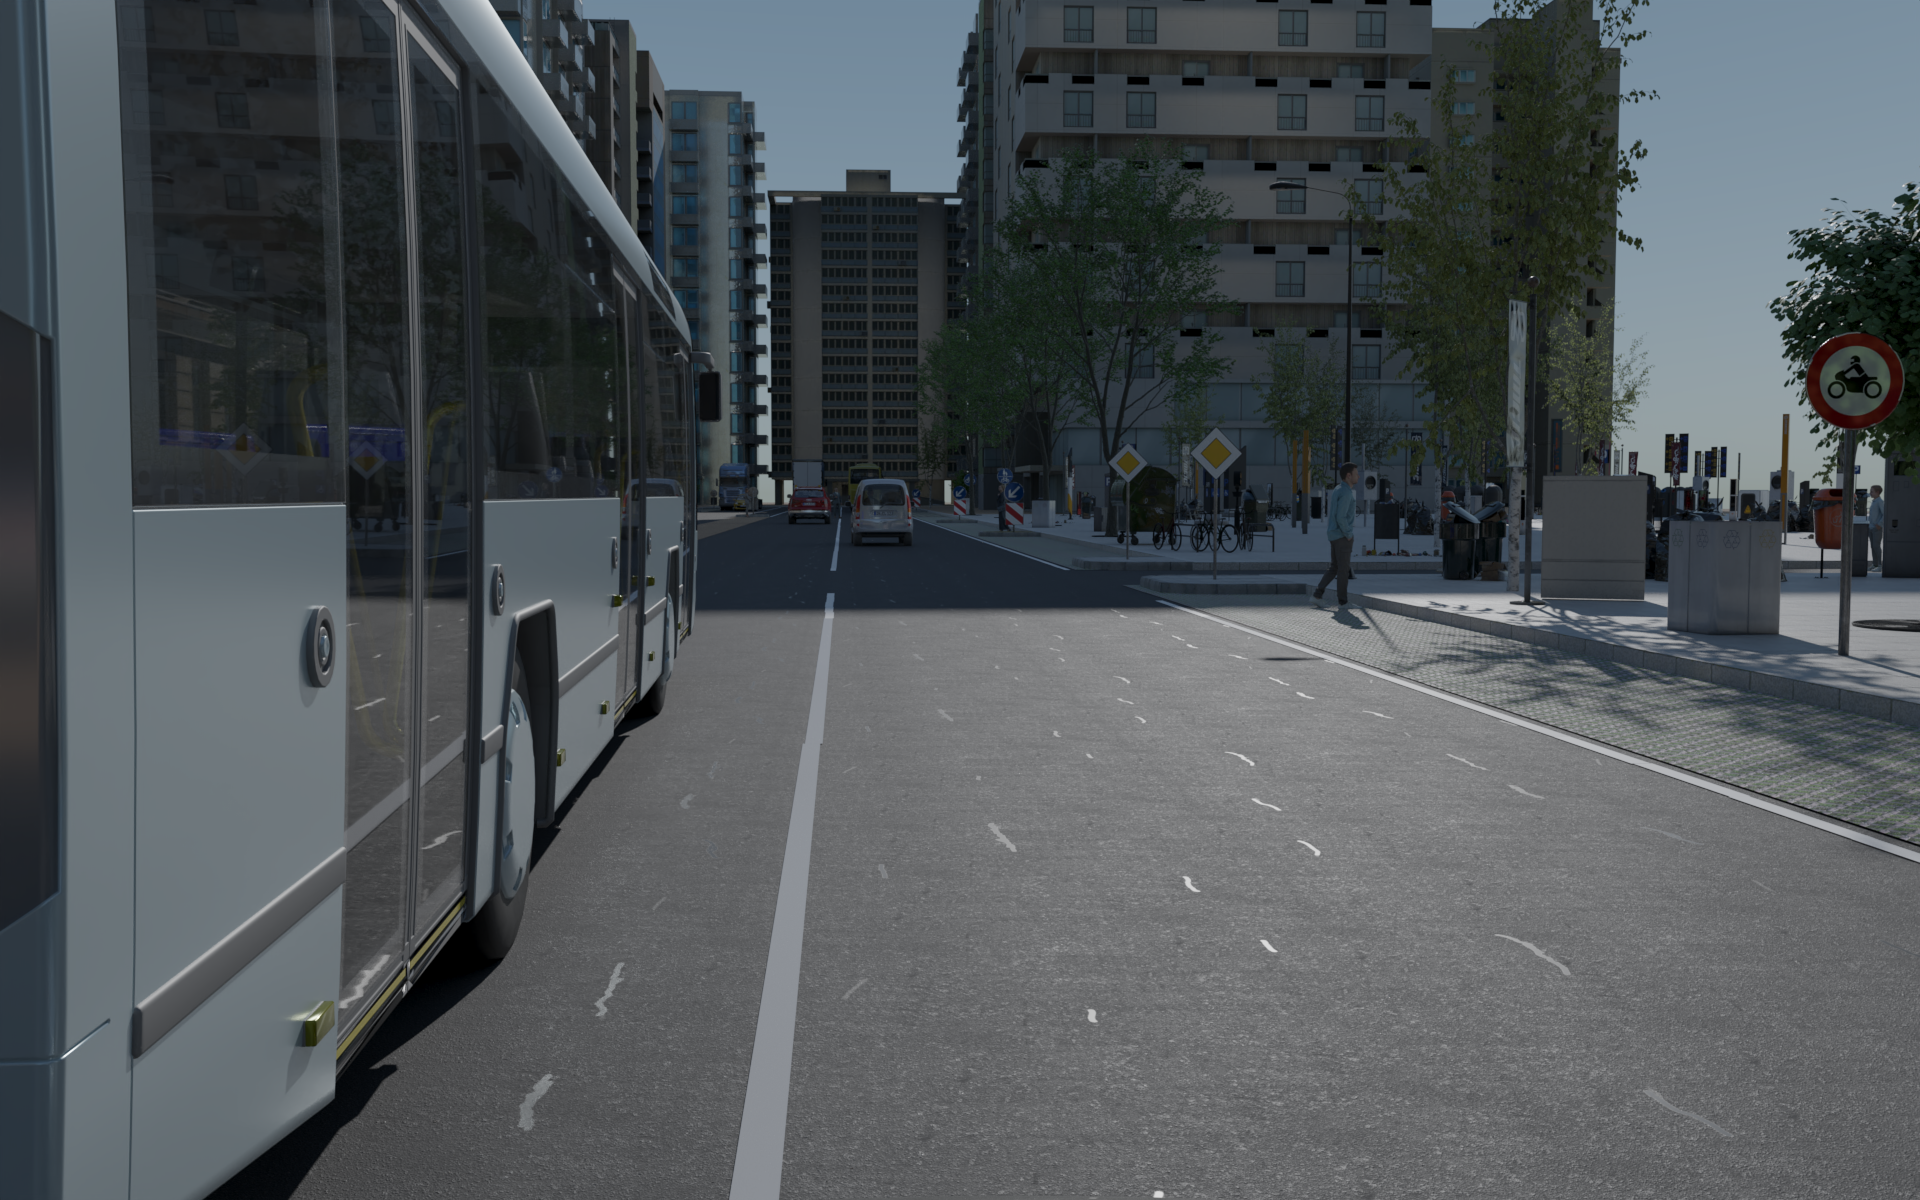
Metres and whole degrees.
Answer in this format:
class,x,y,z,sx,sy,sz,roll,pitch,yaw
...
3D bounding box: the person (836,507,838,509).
class,x,y,z,sx,sy,sz,roll,pitch,yaw
person,-12.110,-9.747,168.394,0.750,1.759,0.617,3,5,43

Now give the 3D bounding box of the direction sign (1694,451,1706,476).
class,x,y,z,sx,sy,sz,roll,pitch,yaw
direction sign,38.810,-6.028,90.552,0.876,3.537,0.379,0,4,-3

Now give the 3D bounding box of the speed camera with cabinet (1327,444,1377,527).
class,x,y,z,sx,sy,sz,roll,pitch,yaw
speed camera with cabinet,15.284,-4.471,67.431,2.038,3.252,0.660,-2,4,-29

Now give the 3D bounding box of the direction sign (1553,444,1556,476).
class,x,y,z,sx,sy,sz,roll,pitch,yaw
direction sign,27.185,-5.338,79.266,0.379,3.537,0.876,1,4,13

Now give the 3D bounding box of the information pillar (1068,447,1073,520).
class,x,y,z,sx,sy,sz,roll,pitch,yaw
information pillar,5.513,-5.832,86.706,0.183,3.616,0.504,1,4,20

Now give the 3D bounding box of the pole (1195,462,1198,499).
class,x,y,z,sx,sy,sz,roll,pitch,yaw
pole,14.796,-6.998,108.255,0.158,3.312,0.155,0,3,0

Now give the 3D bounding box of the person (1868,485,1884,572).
class,x,y,z,sx,sy,sz,roll,pitch,yaw
person,16.973,-1.333,32.098,0.330,1.601,0.589,1,4,14

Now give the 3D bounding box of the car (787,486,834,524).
class,x,y,z,sx,sy,sz,roll,pitch,yaw
car,-7.278,-4.613,84.089,2.281,1.827,5.304,0,4,-4

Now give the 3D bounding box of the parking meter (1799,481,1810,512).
class,x,y,z,sx,sy,sz,roll,pitch,yaw
parking meter,36.530,-4.235,74.945,0.255,1.863,0.399,0,4,-7

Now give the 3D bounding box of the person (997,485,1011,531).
class,x,y,z,sx,sy,sz,roll,pitch,yaw
person,1.568,-3.286,62.647,0.534,1.772,0.576,-1,4,-13

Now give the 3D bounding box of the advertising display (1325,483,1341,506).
class,x,y,z,sx,sy,sz,roll,pitch,yaw
advertising display,22.352,-6.014,103.549,0.974,1.923,0.123,1,4,18

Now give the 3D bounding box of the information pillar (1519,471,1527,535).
class,x,y,z,sx,sy,sz,roll,pitch,yaw
information pillar,17.582,-3.056,54.456,0.304,2.012,0.304,-2,4,-35

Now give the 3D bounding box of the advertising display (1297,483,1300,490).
class,x,y,z,sx,sy,sz,roll,pitch,yaw
advertising display,18.904,-5.611,96.957,0.123,1.923,0.974,1,4,16

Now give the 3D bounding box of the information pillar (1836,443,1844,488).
class,x,y,z,sx,sy,sz,roll,pitch,yaw
information pillar,35.673,-4.808,69.959,0.504,3.616,0.183,1,4,9

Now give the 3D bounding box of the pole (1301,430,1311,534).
class,x,y,z,sx,sy,sz,roll,pitch,yaw
pole,11.067,-3.771,55.500,0.158,3.312,0.155,0,3,0

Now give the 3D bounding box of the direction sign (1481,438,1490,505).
class,x,y,z,sx,sy,sz,roll,pitch,yaw
direction sign,21.268,-4.779,70.132,0.379,3.537,0.876,3,4,38

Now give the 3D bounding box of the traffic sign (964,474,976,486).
class,x,y,z,sx,sy,sz,roll,pitch,yaw
traffic sign,0.636,-6.614,108.247,0.768,2.556,0.104,0,4,4

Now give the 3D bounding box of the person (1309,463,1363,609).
class,x,y,z,sx,sy,sz,roll,pitch,yaw
person,4.688,-0.798,21.568,0.620,1.820,0.660,0,4,-4

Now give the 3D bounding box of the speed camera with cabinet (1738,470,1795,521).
class,x,y,z,sx,sy,sz,roll,pitch,yaw
speed camera with cabinet,31.240,-4.452,67.127,0.660,3.252,2.038,-2,4,-29

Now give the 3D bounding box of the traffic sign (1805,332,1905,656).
class,x,y,z,sx,sy,sz,roll,pitch,yaw
traffic sign,7.029,-0.831,13.701,0.768,2.556,0.104,0,4,2

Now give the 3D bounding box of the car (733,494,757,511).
class,x,y,z,sx,sy,sz,roll,pitch,yaw
car,-17.985,-8.257,145.219,2.015,1.641,3.980,0,4,-2

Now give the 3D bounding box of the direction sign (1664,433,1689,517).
class,x,y,z,sx,sy,sz,roll,pitch,yaw
direction sign,26.791,-4.454,64.820,0.379,3.537,0.876,-3,5,-44

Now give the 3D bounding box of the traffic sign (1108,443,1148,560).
class,x,y,z,sx,sy,sz,roll,pitch,yaw
traffic sign,3.280,-1.850,33.883,0.795,2.450,0.064,0,4,-4

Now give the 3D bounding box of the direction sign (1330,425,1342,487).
class,x,y,z,sx,sy,sz,roll,pitch,yaw
direction sign,12.383,-3.979,57.060,0.379,3.537,0.876,2,4,35

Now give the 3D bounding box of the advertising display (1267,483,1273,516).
class,x,y,z,sx,sy,sz,roll,pitch,yaw
advertising display,18.293,-5.934,102.242,0.123,1.923,0.974,0,4,-4

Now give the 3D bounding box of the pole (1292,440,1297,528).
class,x,y,z,sx,sy,sz,roll,pitch,yaw
pole,12.739,-4.410,65.954,0.158,3.312,0.155,0,3,0

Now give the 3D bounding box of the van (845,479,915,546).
class,x,y,z,sx,sy,sz,roll,pitch,yaw
van,-2.254,-2.583,49.245,2.013,2.044,4.112,0,4,-5

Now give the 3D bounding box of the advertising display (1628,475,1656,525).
class,x,y,z,sx,sy,sz,roll,pitch,yaw
advertising display,23.375,-3.320,59.491,0.974,1.923,0.123,1,4,21

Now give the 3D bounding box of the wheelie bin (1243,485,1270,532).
class,x,y,z,sx,sy,sz,roll,pitch,yaw
wheelie bin,10.001,-3.107,58.711,0.980,1.594,0.693,-3,4,-36

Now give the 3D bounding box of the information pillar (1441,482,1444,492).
class,x,y,z,sx,sy,sz,roll,pitch,yaw
information pillar,28.780,-6.030,103.074,0.304,2.012,0.304,2,4,32

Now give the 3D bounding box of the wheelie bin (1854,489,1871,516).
class,x,y,z,sx,sy,sz,roll,pitch,yaw
wheelie bin,52.235,-5.654,100.344,0.980,1.594,0.693,1,4,21

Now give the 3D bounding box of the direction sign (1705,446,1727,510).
class,x,y,z,sx,sy,sz,roll,pitch,yaw
direction sign,36.152,-5.540,82.582,0.379,3.537,0.876,-2,4,-27

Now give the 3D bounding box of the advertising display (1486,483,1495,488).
class,x,y,z,sx,sy,sz,roll,pitch,yaw
advertising display,29.720,-5.631,97.276,0.974,1.923,0.123,-3,5,-44

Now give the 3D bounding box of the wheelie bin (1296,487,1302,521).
class,x,y,z,sx,sy,sz,roll,pitch,yaw
wheelie bin,16.197,-4.567,82.578,0.693,1.594,0.980,0,4,8

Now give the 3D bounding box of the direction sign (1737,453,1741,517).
class,x,y,z,sx,sy,sz,roll,pitch,yaw
direction sign,42.717,-6.301,95.015,0.379,3.537,0.876,2,4,30

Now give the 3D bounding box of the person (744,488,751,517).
class,x,y,z,sx,sy,sz,roll,pitch,yaw
person,-12.900,-5.921,105.589,0.573,1.790,0.520,-3,5,-43

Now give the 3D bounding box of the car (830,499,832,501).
class,x,y,z,sx,sy,sz,roll,pitch,yaw
car,-10.167,-6.846,123.735,2.131,1.459,4.920,0,4,-5

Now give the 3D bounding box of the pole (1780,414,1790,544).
class,x,y,z,sx,sy,sz,roll,pitch,yaw
pole,20.986,-3.072,44.074,0.158,3.312,0.155,0,3,0

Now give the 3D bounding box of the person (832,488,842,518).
class,x,y,z,sx,sy,sz,roll,pitch,yaw
person,-7.413,-5.867,104.601,0.661,1.801,0.590,-2,4,-28

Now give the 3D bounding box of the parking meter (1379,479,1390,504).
class,x,y,z,sx,sy,sz,roll,pitch,yaw
parking meter,16.236,-3.701,66.215,0.399,1.863,0.255,-3,5,-41

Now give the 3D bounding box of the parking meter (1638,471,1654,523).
class,x,y,z,sx,sy,sz,roll,pitch,yaw
parking meter,17.270,-2.319,43.627,0.399,1.863,0.255,1,4,23

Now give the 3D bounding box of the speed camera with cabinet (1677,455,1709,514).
class,x,y,z,sx,sy,sz,roll,pitch,yaw
speed camera with cabinet,37.306,-5.734,88.094,2.038,3.252,0.660,-3,4,-36

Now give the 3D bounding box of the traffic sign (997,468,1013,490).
class,x,y,z,sx,sy,sz,roll,pitch,yaw
traffic sign,2.236,-5.249,85.932,0.768,2.556,0.104,0,4,1

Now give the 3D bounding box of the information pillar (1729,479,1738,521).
class,x,y,z,sx,sy,sz,roll,pitch,yaw
information pillar,37.199,-4.818,83.272,0.304,2.012,0.304,3,4,38

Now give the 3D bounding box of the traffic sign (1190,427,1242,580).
class,x,y,z,sx,sy,sz,roll,pitch,yaw
traffic sign,3.818,-1.362,25.916,0.795,2.450,0.064,0,4,-4
